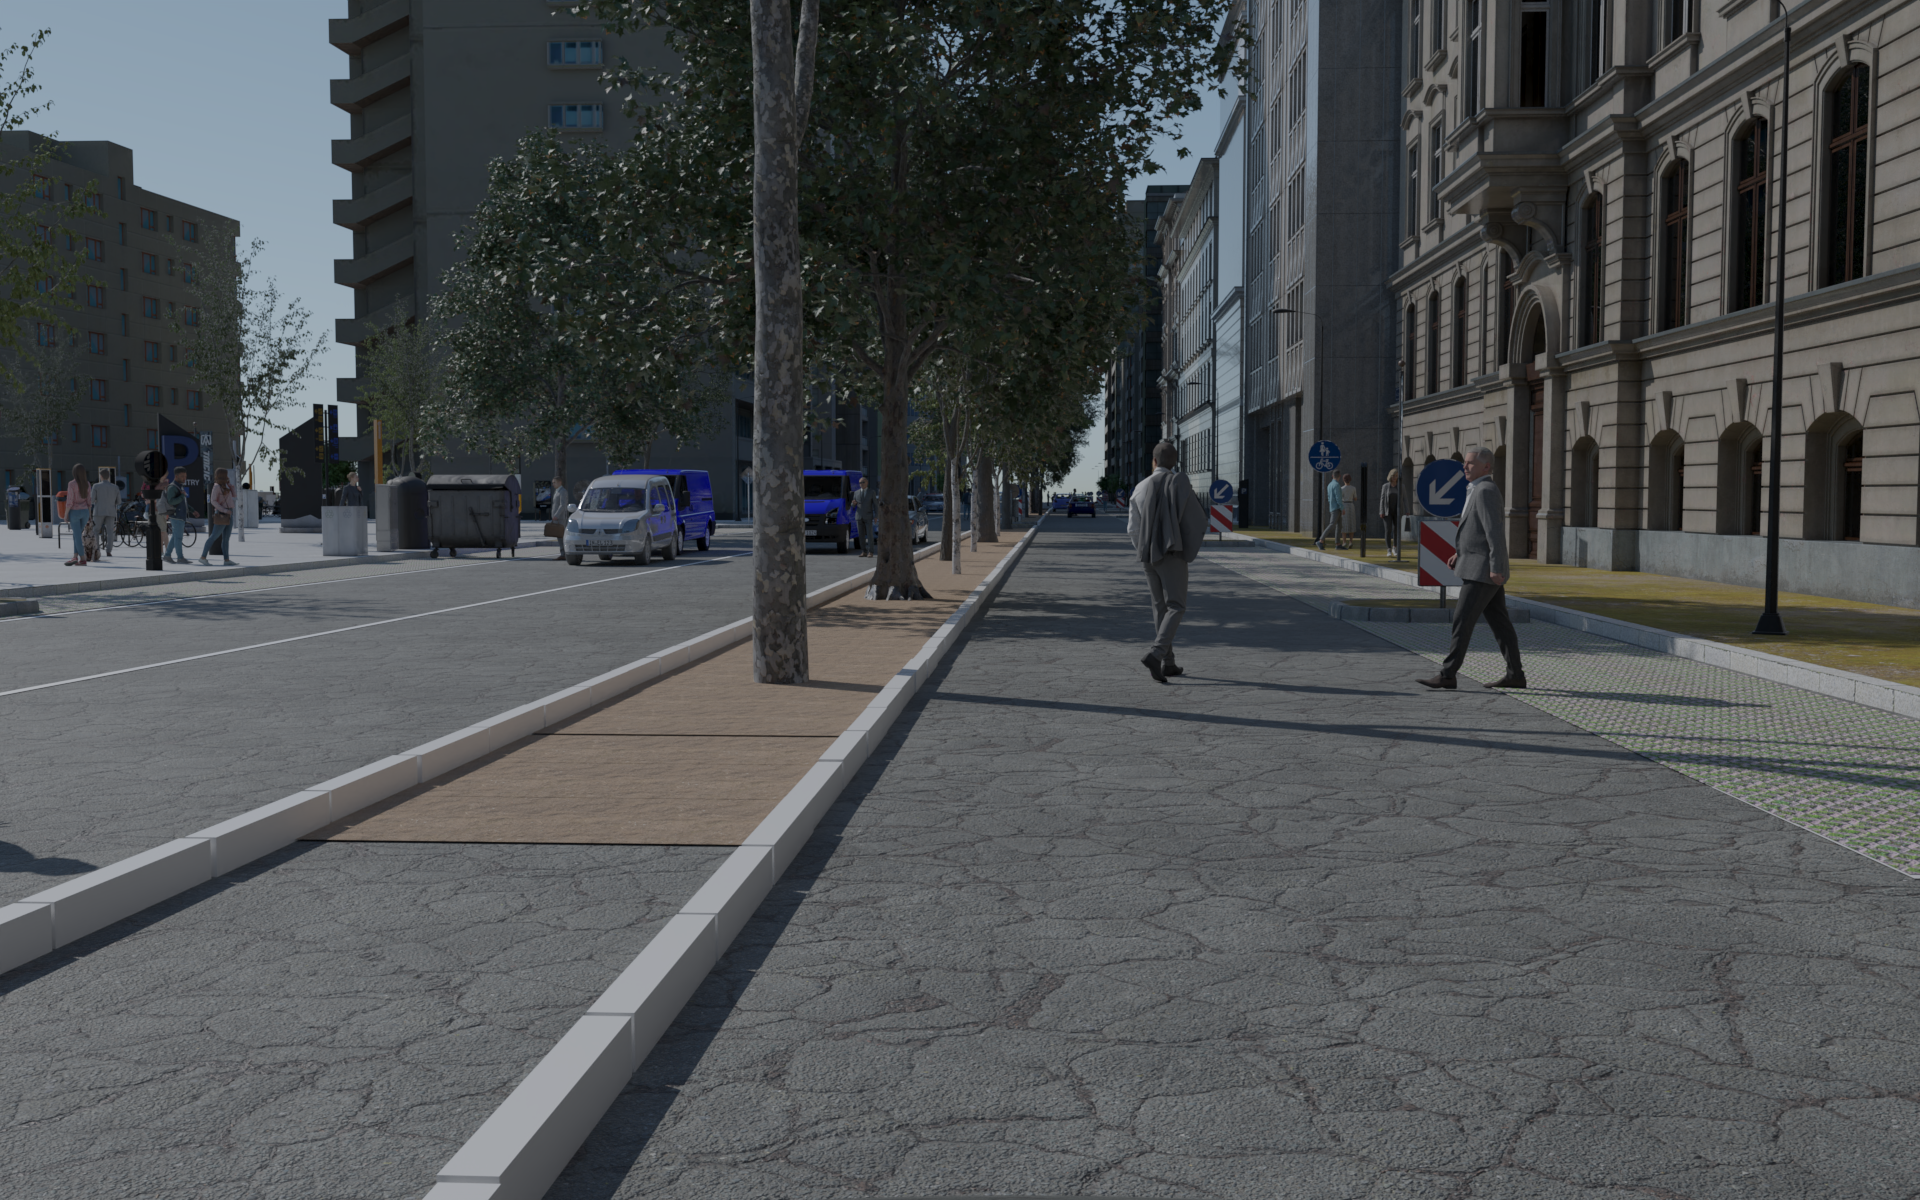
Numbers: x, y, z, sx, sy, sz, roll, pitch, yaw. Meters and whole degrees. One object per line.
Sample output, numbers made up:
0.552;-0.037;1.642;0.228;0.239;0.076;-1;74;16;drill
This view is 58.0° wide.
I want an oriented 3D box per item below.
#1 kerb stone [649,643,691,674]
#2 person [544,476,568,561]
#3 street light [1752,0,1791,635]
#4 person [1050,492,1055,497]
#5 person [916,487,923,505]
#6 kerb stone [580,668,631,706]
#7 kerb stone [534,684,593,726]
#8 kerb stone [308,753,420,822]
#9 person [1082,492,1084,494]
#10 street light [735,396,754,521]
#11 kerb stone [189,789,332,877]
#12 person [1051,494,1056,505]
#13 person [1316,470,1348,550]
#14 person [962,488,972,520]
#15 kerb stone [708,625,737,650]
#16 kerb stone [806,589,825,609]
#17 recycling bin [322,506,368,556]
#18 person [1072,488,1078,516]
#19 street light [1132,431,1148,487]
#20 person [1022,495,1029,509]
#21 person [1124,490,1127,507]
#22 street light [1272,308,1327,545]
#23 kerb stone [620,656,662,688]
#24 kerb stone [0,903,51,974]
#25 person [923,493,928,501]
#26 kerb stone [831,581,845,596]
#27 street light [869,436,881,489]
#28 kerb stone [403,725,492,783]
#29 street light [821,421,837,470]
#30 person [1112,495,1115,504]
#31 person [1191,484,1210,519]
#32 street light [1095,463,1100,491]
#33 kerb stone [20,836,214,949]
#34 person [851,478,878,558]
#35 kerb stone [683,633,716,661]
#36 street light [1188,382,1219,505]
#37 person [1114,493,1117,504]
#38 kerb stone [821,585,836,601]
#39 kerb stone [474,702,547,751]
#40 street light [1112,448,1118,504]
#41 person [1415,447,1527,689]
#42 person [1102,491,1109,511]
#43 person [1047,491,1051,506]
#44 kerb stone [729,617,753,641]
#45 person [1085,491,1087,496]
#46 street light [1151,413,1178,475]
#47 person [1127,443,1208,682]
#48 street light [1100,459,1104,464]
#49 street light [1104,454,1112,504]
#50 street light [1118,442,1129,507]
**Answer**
-2.385;0.493;14.141;0.120;0.150;1.000;0;4;3;kerb stone
-8.624;-1.756;37.338;0.853;1.813;0.709;-2;4;-31;person
6.896;-2.643;15.748;1.470;5.913;1.316;0;4;3;street light
16.403;-17.939;301.808;1.348;1.824;0.705;0;4;4;person
-2.228;-5.130;92.655;0.520;1.790;0.573;2;4;29;person
-2.498;0.620;12.094;0.120;0.150;1.000;0;4;3;kerb stone
-2.558;0.684;11.071;0.120;0.150;1.000;0;4;3;kerb stone
-2.753;0.868;8.006;0.120;0.150;1.000;0;4;3;kerb stone
15.199;-12.506;213.781;0.445;1.727;0.742;-1;4;-10;person
-9.892;-6.651;81.285;1.470;5.913;1.316;0;4;3;street light
-2.809;0.931;6.977;0.120;0.150;1.000;0;4;3;kerb stone
12.419;-13.359;230.150;0.697;1.427;0.421;0;4;3;person
8.540;-2.067;39.706;0.748;1.841;0.638;0;4;8;person
0.420;-5.286;95.268;0.623;1.781;0.721;-1;4;-9;person
-2.262;0.367;16.188;0.120;0.150;1.000;0;4;3;kerb stone
-1.894;-0.005;22.312;0.120;0.150;1.000;0;4;3;kerb stone
-12.805;-1.438;36.066;0.722;1.027;0.722;0;4;1;recycling bin
7.500;-6.317;111.986;0.583;1.804;0.606;0;4;8;person
13.432;-9.427;126.667;1.470;5.913;1.316;0;4;3;street light
5.974;-9.061;157.196;0.990;1.755;0.434;-1;4;-10;person
16.934;-10.415;177.034;0.721;1.736;1.217;1;4;12;person
8.506;-4.336;43.433;1.470;5.913;1.316;0;4;3;street light
-2.452;0.561;13.116;0.120;0.150;1.000;0;4;3;kerb stone
-2.936;1.056;4.931;0.120;0.150;1.000;0;4;3;kerb stone
-4.117;-11.883;203.515;0.799;1.438;0.628;-3;5;-39;person
-1.778;-0.133;24.363;0.120;0.150;1.000;0;4;3;kerb stone
-6.663;-10.078;137.320;1.470;5.913;1.316;0;4;3;street light
-2.678;0.805;9.028;0.120;0.150;1.000;0;4;3;kerb stone
-8.198;-8.376;109.496;1.470;5.913;1.316;0;4;3;street light
20.263;-13.396;225.779;0.721;1.735;1.217;-3;4;-36;person
12.295;-5.100;89.640;1.509;1.804;0.699;2;4;32;person
21.259;-17.449;257.837;1.470;5.913;1.316;0;4;3;street light
-2.878;0.994;5.952;0.120;0.150;1.000;0;4;3;kerb stone
-2.177;-1.865;39.163;0.661;1.801;0.590;1;4;16;person
-2.319;0.430;15.166;0.120;0.150;1.000;0;4;3;kerb stone
10.128;-6.073;71.827;1.470;5.913;1.316;0;4;3;street light
20.018;-13.235;222.435;0.705;1.824;1.348;1;4;17;person
-1.835;-0.070;23.343;0.120;0.150;1.000;0;4;3;kerb stone
-2.621;0.743;10.049;0.120;0.150;1.000;0;4;3;kerb stone
16.381;-12.367;174.736;1.470;5.913;1.316;0;4;3;street light
3.742;-0.231;12.672;0.834;1.777;0.661;0;4;4;person
11.937;-8.145;142.511;0.563;1.720;0.643;1;4;18;person
10.478;-12.017;205.052;0.705;1.814;1.350;-1;4;-11;person
-2.197;0.305;17.209;0.120;0.150;1.000;0;4;3;kerb stone
18.656;-15.265;258.100;0.705;1.822;1.348;-1;4;-19;person
11.850;-7.724;98.826;1.470;5.913;1.316;0;4;3;street light
1.609;-0.293;13.389;0.679;1.850;0.850;2;4;31;person
19.698;-15.789;230.682;1.470;5.913;1.316;0;4;3;street light
17.941;-14.060;202.424;1.470;5.913;1.316;0;4;3;street light
15.109;-11.120;154.348;1.470;5.913;1.316;0;4;3;street light
